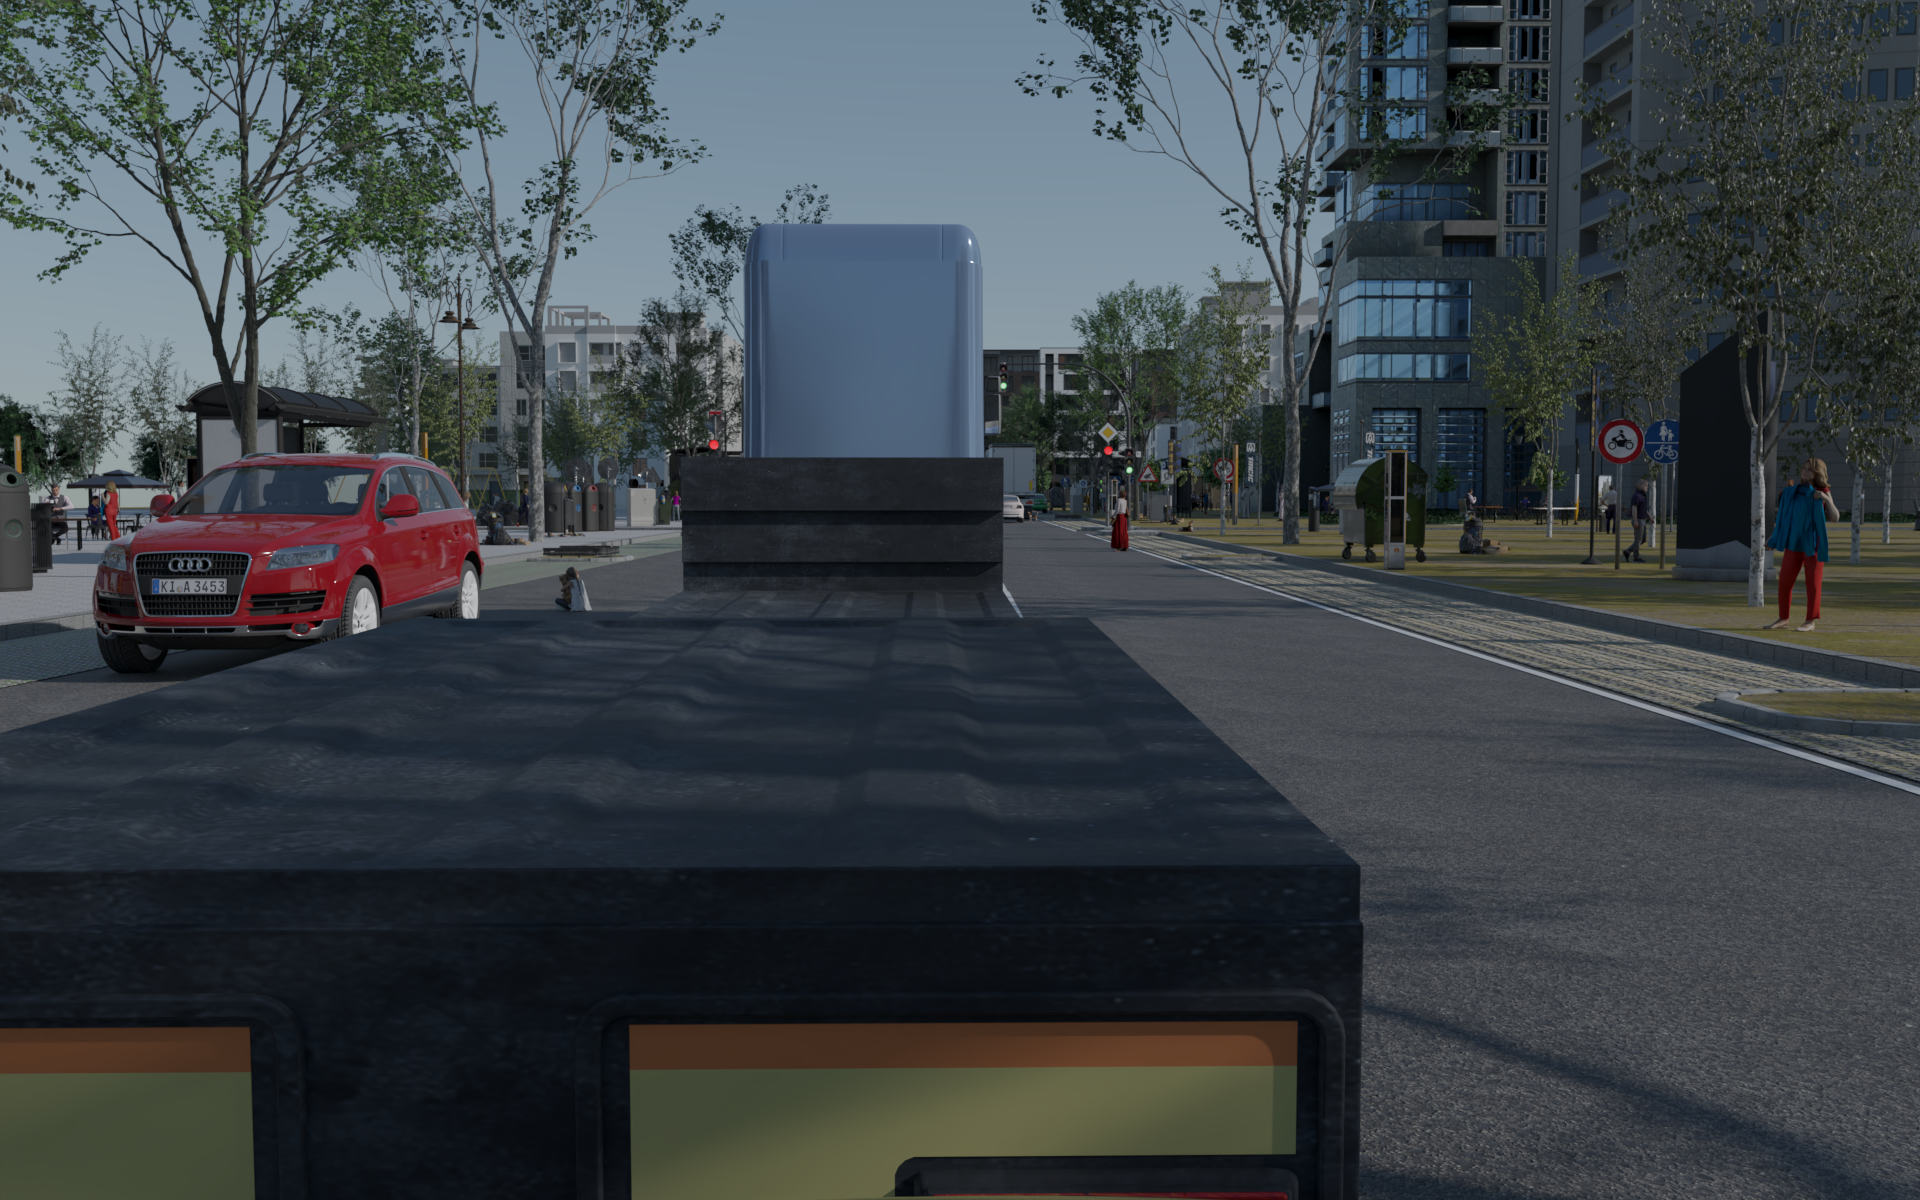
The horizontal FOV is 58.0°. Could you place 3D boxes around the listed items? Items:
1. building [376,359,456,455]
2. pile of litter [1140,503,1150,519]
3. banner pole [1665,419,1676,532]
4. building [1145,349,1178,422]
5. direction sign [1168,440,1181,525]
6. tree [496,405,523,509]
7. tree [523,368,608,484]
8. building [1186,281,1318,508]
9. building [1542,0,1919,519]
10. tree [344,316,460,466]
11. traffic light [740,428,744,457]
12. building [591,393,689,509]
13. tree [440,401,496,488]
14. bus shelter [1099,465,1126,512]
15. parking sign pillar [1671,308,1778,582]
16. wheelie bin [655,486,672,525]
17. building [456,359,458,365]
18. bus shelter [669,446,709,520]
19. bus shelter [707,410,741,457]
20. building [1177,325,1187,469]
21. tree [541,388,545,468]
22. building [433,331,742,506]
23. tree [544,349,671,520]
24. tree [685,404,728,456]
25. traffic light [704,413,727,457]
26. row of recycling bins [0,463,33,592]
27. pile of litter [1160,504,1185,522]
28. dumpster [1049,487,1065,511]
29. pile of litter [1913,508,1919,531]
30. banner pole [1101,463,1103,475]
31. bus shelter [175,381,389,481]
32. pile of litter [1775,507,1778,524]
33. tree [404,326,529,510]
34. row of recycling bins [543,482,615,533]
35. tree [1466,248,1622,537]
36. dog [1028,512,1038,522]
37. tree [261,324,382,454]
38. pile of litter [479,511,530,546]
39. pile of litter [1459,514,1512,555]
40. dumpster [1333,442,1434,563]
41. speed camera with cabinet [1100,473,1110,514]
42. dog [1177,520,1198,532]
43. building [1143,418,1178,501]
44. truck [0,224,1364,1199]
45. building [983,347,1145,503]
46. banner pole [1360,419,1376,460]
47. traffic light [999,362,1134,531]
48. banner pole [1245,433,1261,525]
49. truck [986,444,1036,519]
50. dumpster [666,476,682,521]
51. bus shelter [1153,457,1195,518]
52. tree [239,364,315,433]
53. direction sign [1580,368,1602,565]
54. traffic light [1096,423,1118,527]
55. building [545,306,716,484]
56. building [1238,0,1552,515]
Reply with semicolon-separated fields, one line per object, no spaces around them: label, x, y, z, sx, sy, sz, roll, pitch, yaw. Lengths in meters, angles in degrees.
building;-76.122;-23.979;248.470;11.380;20.091;16.016;0;4;0
pile of litter;9.403;-4.572;88.724;1.719;0.858;1.176;-3;5;-43
banner pole;24.001;-4.174;58.265;0.401;3.779;0.863;2;4;30
building;41.654;-25.115;254.600;32.646;21.610;27.936;0;4;0
direction sign;8.962;-4.921;72.454;0.379;3.537;0.876;3;5;44
tree;-35.799;-11.567;139.477;4.360;8.622;3.978;0;3;0
tree;-22.950;-9.280;102.093;4.360;8.622;3.978;0;3;0
building;29.919;-18.547;159.658;16.016;20.091;11.380;0;4;0
building;48.012;-33.562;90.736;28.212;58.520;21.231;0;4;0
tree;-35.366;-11.742;110.115;7.486;12.596;7.792;0;3;0
traffic light;-6.387;-5.710;68.033;4.771;5.953;1.251;0;4;0
building;-29.132;-13.231;158.466;9.099;9.664;28.070;0;4;0
tree;-37.895;-10.943;129.276;4.360;8.622;3.978;0;3;0
bus shelter;10.866;-7.804;121.518;2.014;3.302;5.546;0;3;0
parking sign pillar;11.405;-2.280;25.750;1.447;3.967;1.447;-3;5;-41
wheelie bin;-12.391;-3.922;72.034;0.693;1.594;0.980;-2;4;-35
building;-63.949;-24.004;248.887;11.380;20.091;16.016;0;4;0
bus shelter;-13.396;-5.907;87.855;1.731;3.624;6.357;0;4;0
bus shelter;-10.975;-6.594;85.443;2.179;5.291;8.768;0;3;0
building;29.715;-19.241;171.016;16.016;20.091;11.380;0;4;0
tree;-25.710;-9.850;111.410;4.737;8.622;4.395;0;3;0
building;-41.486;-20.192;196.598;31.486;18.905;16.747;0;4;0
tree;-17.399;-8.285;85.820;4.737;8.622;4.395;0;3;0
tree;-20.680;-11.638;140.642;4.360;8.622;3.978;0;3;0
traffic light;-8.458;-4.348;60.008;0.839;4.253;0.868;0;4;0
row of recycling bins;-13.847;-0.916;22.083;3.534;1.692;1.069;-3;5;-40
pile of litter;9.710;-3.983;79.093;1.176;0.858;1.719;1;4;9
dumpster;7.567;-7.861;134.286;1.264;1.857;1.865;0;4;0
pile of litter;33.799;-2.834;60.296;1.176;0.858;1.719;3;5;41
banner pole;11.229;-8.981;136.863;0.401;3.779;0.863;-1;4;-12
bus shelter;-13.003;-2.433;33.708;2.014;3.302;5.546;0;4;0
pile of litter;27.257;-2.712;58.304;1.176;0.858;1.719;0;4;3
tree;-21.803;-7.672;75.800;4.737;8.622;4.395;0;3;0
row of recycling bins;-12.955;-3.152;58.647;1.069;1.692;3.534;2;4;23
tree;17.328;-6.181;51.428;4.737;8.622;4.395;0;3;0
dog;3.811;-4.347;90.353;0.406;0.507;0.540;2;4;25
tree;-28.177;-7.596;74.551;4.360;8.622;3.978;0;3;0
pile of litter;-11.565;-1.823;43.770;1.176;0.858;1.719;-2;4;-35
pile of litter;11.359;-1.438;37.470;1.176;0.858;1.719;3;4;38
dumpster;8.097;-1.876;33.165;1.502;2.255;1.985;0;4;0
speed camera with cabinet;9.619;-6.964;108.192;0.660;3.252;2.038;-2;4;-34
dog;7.684;-2.496;58.544;0.550;0.427;0.748;-1;4;-18
building;26.176;-15.256;191.585;9.099;9.664;28.070;0;4;0
truck;-0.857;-1.331;11.519;2.967;4.110;18.799;0;4;-1
building;9.007;-25.139;255.002;32.646;21.610;27.936;0;4;0
banner pole;13.679;-4.178;58.331;0.863;3.779;0.401;-2;4;-29
traffic light;3.712;-5.214;59.914;4.771;5.953;1.251;0;4;0
banner pole;12.000;-4.934;70.690;0.863;3.779;0.401;-1;4;-21
truck;2.830;-6.908;101.862;2.839;4.237;11.283;0;4;-2
dumpster;-13.017;-4.846;81.725;1.502;2.255;1.985;0;3;0
bus shelter;11.685;-6.229;95.763;2.014;3.302;5.546;0;4;0
tree;-37.941;-8.919;96.180;4.737;8.622;4.395;0;3;0
direction sign;11.522;-2.416;31.500;0.379;3.537;0.876;2;4;28
traffic light;5.783;-4.839;68.045;0.839;4.253;0.868;0;4;0
building;-33.218;-19.658;177.824;16.016;20.091;11.380;0;4;0
building;33.010;-49.243;117.787;22.319;86.520;31.000;0;4;0
